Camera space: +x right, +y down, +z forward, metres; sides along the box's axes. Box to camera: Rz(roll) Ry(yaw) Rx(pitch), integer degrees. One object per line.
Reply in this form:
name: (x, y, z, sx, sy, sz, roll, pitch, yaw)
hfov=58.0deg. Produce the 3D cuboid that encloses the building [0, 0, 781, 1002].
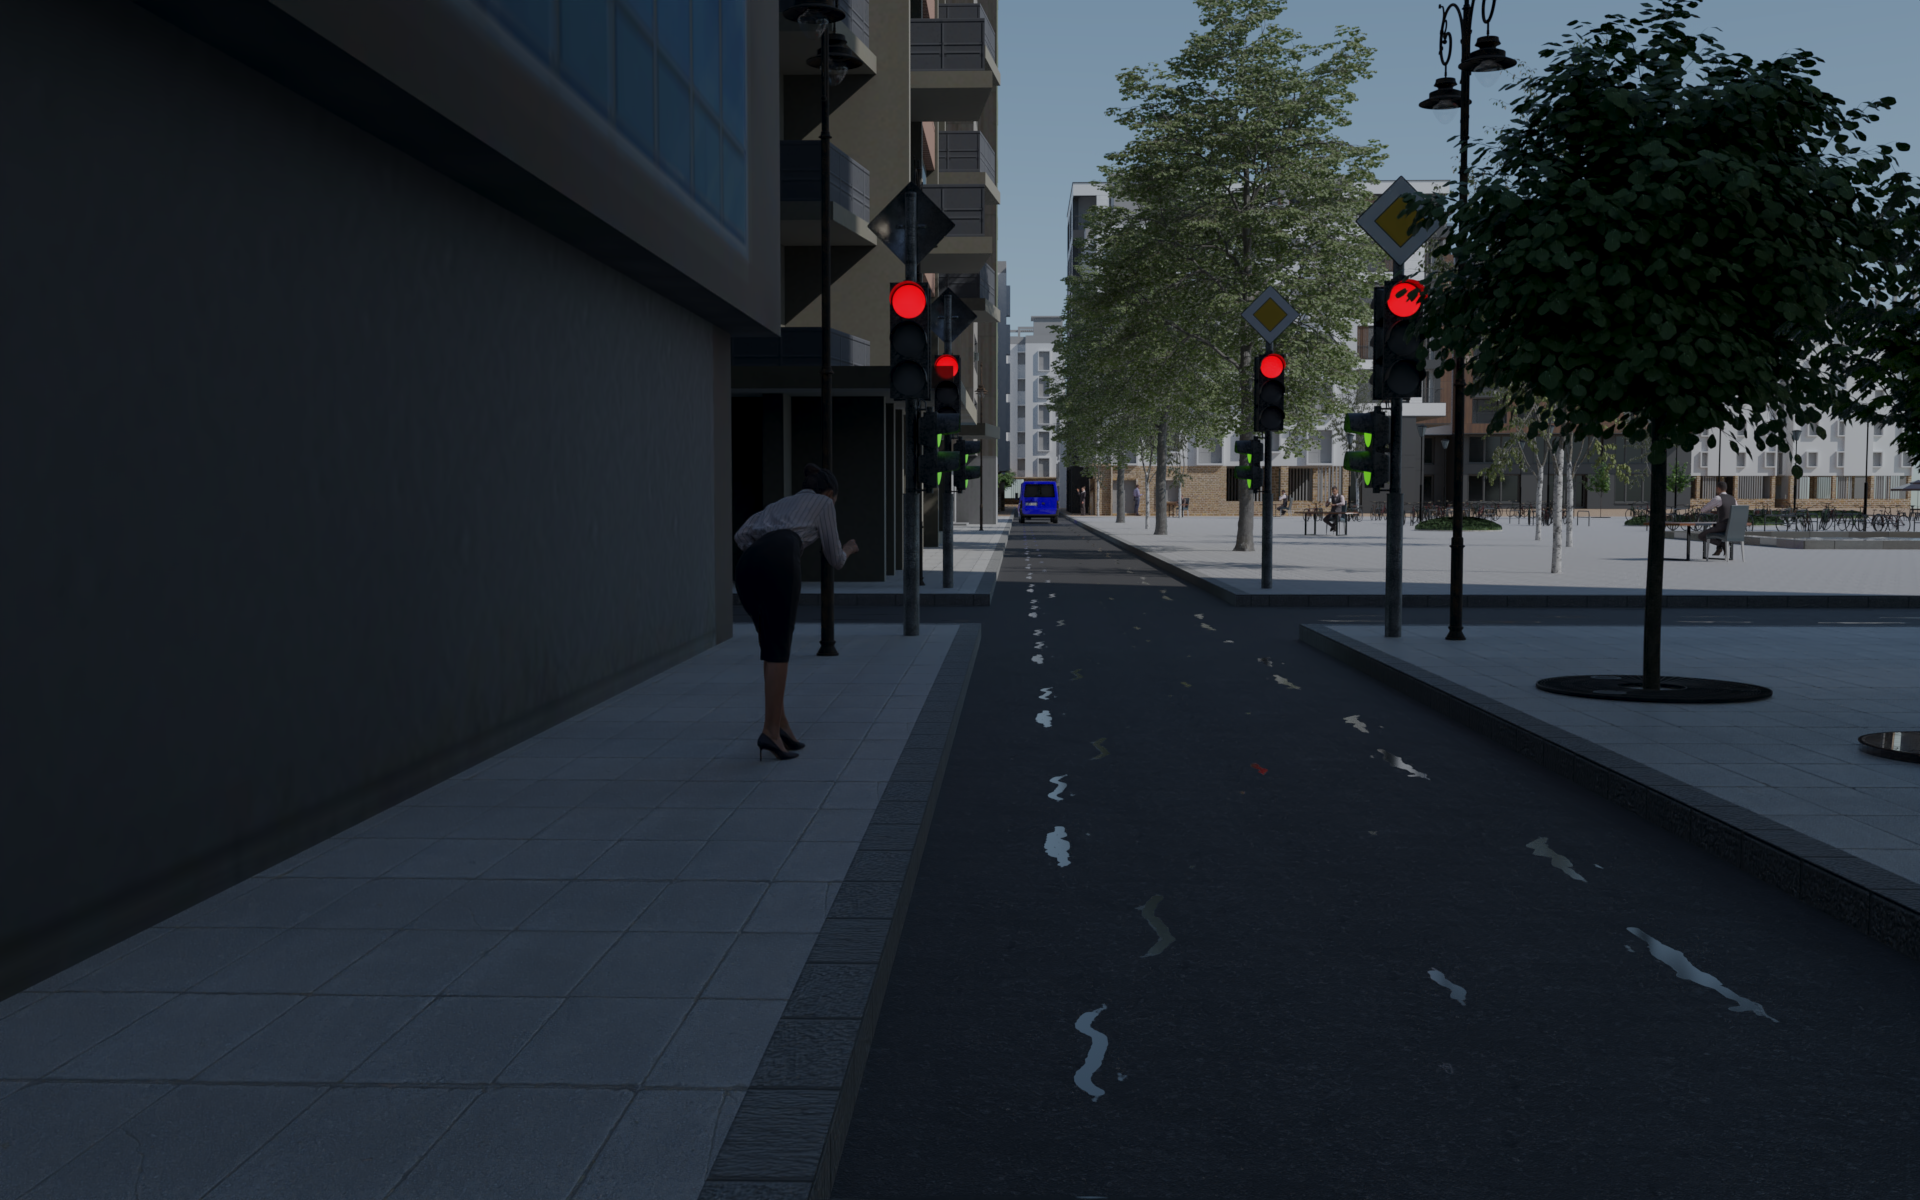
building: (-8.958, -21.879, 7.834, 14.200, 45.320, 14.600, 0, 4, 2)

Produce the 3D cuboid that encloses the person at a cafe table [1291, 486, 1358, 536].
person at a cafe table: (11.523, -2.777, 53.918, 1.698, 1.524, 1.622, 2, 4, 35)

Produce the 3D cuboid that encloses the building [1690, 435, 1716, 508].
building: (77.002, -20.288, 188.125, 11.380, 20.091, 16.016, 0, 4, 2)

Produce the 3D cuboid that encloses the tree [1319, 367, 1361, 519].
tree: (20.428, -8.465, 88.770, 4.360, 8.622, 3.978, 0, 3, 0)

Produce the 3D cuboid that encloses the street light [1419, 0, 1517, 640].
street light: (4.367, -2.587, 15.082, 0.468, 5.910, 1.993, 0, 4, 2)

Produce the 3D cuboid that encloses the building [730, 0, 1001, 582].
building: (-10.281, -23.375, 36.804, 22.147, 44.769, 28.867, 0, 4, 2)

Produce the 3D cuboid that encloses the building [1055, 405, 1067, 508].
building: (13.677, -13.376, 160.852, 9.099, 9.664, 28.070, 0, 4, 2)

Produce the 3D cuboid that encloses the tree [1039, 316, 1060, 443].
tree: (6.721, -8.311, 54.010, 7.486, 12.596, 7.792, 0, 3, 0)

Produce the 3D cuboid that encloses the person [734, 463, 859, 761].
person: (-0.799, 0.040, 8.581, 0.628, 1.438, 0.799, 0, 4, -6)

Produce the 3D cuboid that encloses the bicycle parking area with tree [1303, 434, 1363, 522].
bicycle parking area with tree: (20.933, -5.785, 81.580, 9.016, 4.147, 8.231, -3, 5, -44)

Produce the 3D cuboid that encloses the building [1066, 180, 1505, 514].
building: (21.857, -17.463, 129.487, 27.936, 21.610, 32.646, 0, 4, 2)

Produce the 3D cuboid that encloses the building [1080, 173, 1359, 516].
building: (15.569, -15.369, 107.711, 16.016, 20.091, 11.380, 0, 4, 2)

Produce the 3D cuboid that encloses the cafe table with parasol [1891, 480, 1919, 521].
cafe table with parasol: (45.893, -4.778, 82.987, 2.610, 1.966, 2.610, -1, 4, -21)

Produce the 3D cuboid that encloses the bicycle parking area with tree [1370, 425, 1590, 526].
bicycle parking area with tree: (21.923, -5.220, 72.348, 8.231, 4.147, 9.016, 1, 4, 19)

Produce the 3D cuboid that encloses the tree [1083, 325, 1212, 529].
tree: (6.924, -6.891, 63.034, 4.360, 8.622, 3.978, 0, 3, 0)

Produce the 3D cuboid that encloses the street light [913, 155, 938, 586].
street light: (-0.574, -3.140, 24.122, 0.468, 5.910, 1.993, 0, 4, 2)

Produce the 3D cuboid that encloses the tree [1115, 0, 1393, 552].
tree: (6.334, -7.390, 38.951, 7.486, 12.596, 7.792, 0, 3, 0)

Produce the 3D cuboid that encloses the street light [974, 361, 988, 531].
street light: (0.745, -5.364, 60.495, 0.468, 5.910, 1.993, 0, 4, 2)

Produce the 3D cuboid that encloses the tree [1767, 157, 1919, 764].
tree: (4.992, -0.836, 8.265, 1.663, 3.219, 1.824, 0, 3, 0)

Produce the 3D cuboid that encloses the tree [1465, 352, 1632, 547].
tree: (14.906, -5.579, 41.579, 4.737, 8.622, 4.395, 0, 3, 0)

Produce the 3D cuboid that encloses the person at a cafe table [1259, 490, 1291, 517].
person at a cafe table: (17.770, -5.401, 96.822, 1.622, 1.524, 1.698, 2, 4, 28)

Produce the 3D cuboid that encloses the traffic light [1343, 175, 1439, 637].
traffic light: (3.876, -1.623, 15.463, 0.839, 4.253, 0.868, 0, 4, 2)

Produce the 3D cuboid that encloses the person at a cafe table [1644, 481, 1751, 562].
person at a cafe table: (14.419, -1.518, 33.340, 1.698, 1.524, 1.622, -1, 4, -19)

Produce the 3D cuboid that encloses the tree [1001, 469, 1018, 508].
tree: (3.727, -11.011, 163.736, 4.285, 4.588, 4.351, 0, 3, 0)

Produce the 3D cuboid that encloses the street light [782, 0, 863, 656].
street light: (-1.052, -2.496, 13.596, 0.468, 5.910, 1.993, 0, 4, 2)

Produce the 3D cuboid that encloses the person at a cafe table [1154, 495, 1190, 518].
person at a cafe table: (11.910, -5.178, 95.525, 1.726, 1.238, 1.698, -3, 4, -38)

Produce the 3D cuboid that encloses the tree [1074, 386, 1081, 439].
tree: (8.204, -9.145, 99.878, 4.360, 8.622, 3.978, 0, 3, 0)

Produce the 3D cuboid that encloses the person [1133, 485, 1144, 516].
person: (10.487, -5.840, 101.398, 0.599, 1.838, 0.709, -1, 4, -22)

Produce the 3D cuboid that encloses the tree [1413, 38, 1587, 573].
tree: (9.484, -4.747, 27.981, 4.360, 8.622, 3.978, 0, 3, 0)

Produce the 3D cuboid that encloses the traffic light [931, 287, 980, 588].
traffic light: (-0.146, -2.120, 23.576, 0.839, 4.253, 0.868, 0, 4, 2)

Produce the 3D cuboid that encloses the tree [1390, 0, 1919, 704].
tree: (4.538, -1.674, 11.080, 4.285, 4.588, 4.351, 0, 3, 0)

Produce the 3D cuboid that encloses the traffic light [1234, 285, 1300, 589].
traffic light: (4.153, -2.111, 23.443, 0.839, 4.253, 0.868, 0, 4, 2)

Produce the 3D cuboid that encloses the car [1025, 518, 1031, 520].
car: (4.547, -5.154, 96.848, 1.945, 1.354, 3.894, 0, 4, 1)

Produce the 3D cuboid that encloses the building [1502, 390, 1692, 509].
building: (46.382, -19.295, 159.453, 32.646, 21.610, 27.936, 0, 4, 2)

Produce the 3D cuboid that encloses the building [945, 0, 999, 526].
building: (-5.558, -18.273, 70.462, 14.160, 30.474, 14.107, 0, 4, 2)

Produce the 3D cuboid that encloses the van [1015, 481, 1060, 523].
van: (3.872, -4.993, 86.022, 2.240, 2.365, 5.245, 0, 4, 1)

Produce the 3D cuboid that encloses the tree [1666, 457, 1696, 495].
tree: (37.554, -5.892, 90.929, 1.663, 3.219, 1.824, 0, 3, 0)

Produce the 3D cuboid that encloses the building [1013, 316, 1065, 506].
building: (5.696, -20.429, 190.426, 11.380, 20.091, 16.016, 0, 4, 2)

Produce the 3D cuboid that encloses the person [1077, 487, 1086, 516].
person: (7.146, -5.843, 102.386, 0.742, 1.727, 0.445, 3, 5, 39)

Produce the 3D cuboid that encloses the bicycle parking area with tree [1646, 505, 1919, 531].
bicycle parking area with tree: (27.782, -4.334, 57.859, 8.231, 4.147, 9.016, 0, 4, 7)

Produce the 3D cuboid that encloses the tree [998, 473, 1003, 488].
tree: (1.424, -5.625, 86.571, 1.663, 3.219, 1.824, 0, 3, 0)

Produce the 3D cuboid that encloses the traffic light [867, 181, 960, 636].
traffic light: (-0.423, -1.631, 15.596, 0.839, 4.253, 0.868, 0, 4, 2)

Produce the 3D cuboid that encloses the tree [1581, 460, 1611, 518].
tree: (34.569, -6.032, 93.217, 1.663, 3.219, 1.824, 0, 3, 0)

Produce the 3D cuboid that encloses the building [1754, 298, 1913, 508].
building: (81.273, -18.856, 164.713, 11.380, 20.091, 16.016, 0, 4, 2)

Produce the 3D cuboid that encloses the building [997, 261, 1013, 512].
building: (-4.284, -16.635, 128.407, 16.016, 20.091, 11.380, 0, 4, 2)
